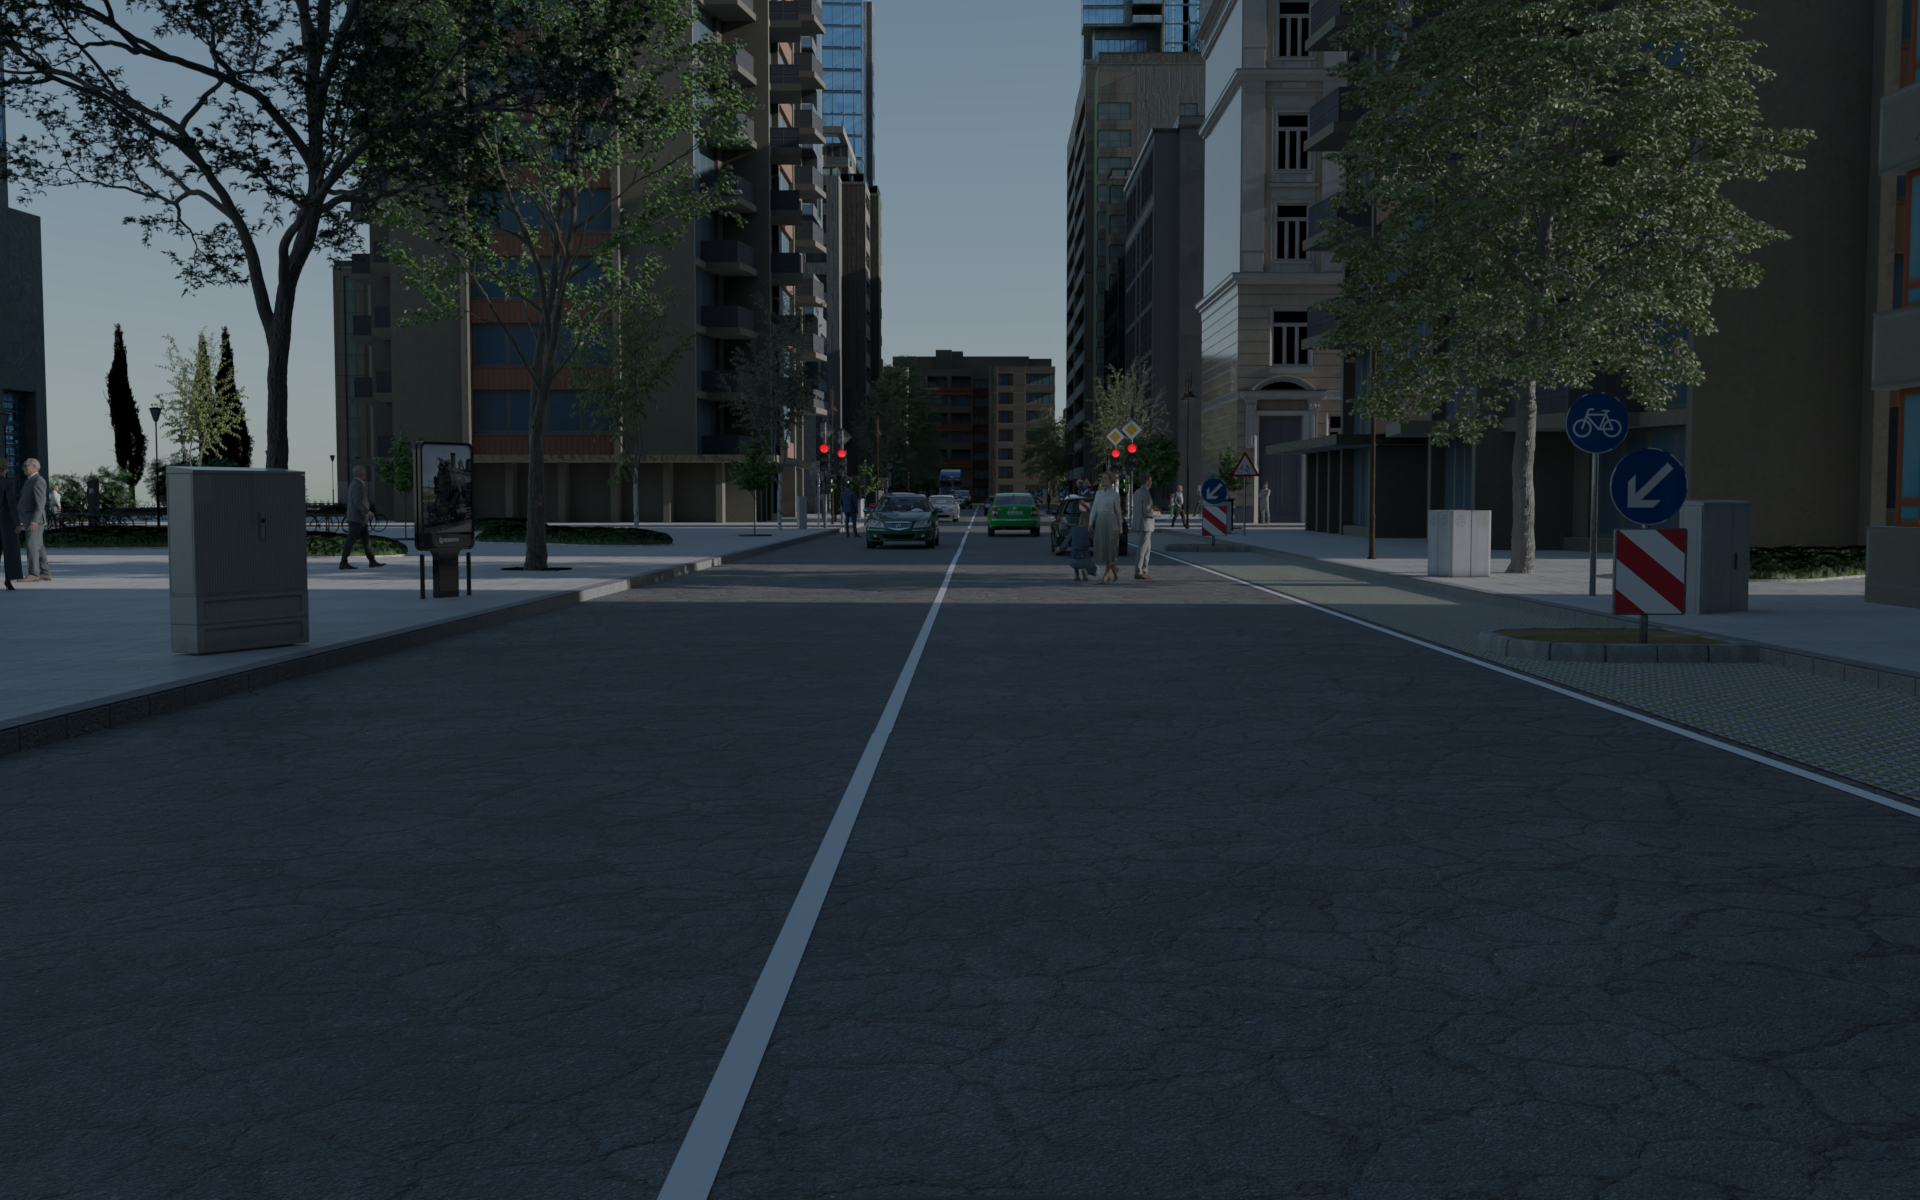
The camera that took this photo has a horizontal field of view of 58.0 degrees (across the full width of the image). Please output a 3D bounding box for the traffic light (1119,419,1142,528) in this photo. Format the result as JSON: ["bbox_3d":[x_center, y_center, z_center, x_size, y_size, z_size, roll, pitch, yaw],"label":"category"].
[{"bbox_3d":[6.404,-4.651,64.959,0.839,4.253,0.868,0,4,1],"label":"traffic light"}]

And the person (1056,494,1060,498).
[{"bbox_3d":[10.550,-10.767,182.224,1.348,1.807,0.705,-2,4,-23],"label":"person"}]

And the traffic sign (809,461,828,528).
[{"bbox_3d":[-5.390,-4.032,66.027,0.768,2.556,0.104,0,4,7],"label":"traffic sign"}]

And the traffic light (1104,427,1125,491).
[{"bbox_3d":[6.512,-5.139,72.943,0.839,4.253,0.868,0,4,1],"label":"traffic light"}]

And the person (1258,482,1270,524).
[{"bbox_3d":[13.077,-4.176,74.499,0.511,1.800,0.466,2,4,31],"label":"person"}]

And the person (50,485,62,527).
[{"bbox_3d":[-36.105,-3.687,69.016,0.641,1.798,0.478,-1,4,-22],"label":"person"}]

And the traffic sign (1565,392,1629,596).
[{"bbox_3d":[7.952,-1.321,21.699,0.768,2.556,0.104,0,4,7],"label":"traffic sign"}]

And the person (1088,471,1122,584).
[{"bbox_3d":[2.386,-1.167,27.811,0.641,1.798,0.478,-3,5,-44],"label":"person"}]

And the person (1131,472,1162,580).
[{"bbox_3d":[3.173,-1.247,29.091,0.583,1.804,0.606,-1,4,-18],"label":"person"}]

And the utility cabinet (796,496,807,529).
[{"bbox_3d":[-5.812,-3.215,63.721,0.306,1.237,1.020,-1,4,-11],"label":"utility cabinet"}]

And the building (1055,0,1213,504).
[{"bbox_3d":[28.530,-56.923,243.354,31.000,86.520,22.319,0,4,1],"label":"building"}]

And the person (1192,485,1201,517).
[{"bbox_3d":[13.283,-5.522,96.731,0.834,1.777,0.661,0,4,3],"label":"person"}]

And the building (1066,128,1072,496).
[{"bbox_3d":[23.984,-35.787,208.824,21.300,48.544,21.600,0,4,1],"label":"building"}]

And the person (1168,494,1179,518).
[{"bbox_3d":[11.527,-5.083,93.399,0.590,1.304,0.306,2,4,25],"label":"person"}]

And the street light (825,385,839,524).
[{"bbox_3d":[-5.410,-6.150,73.342,0.468,5.910,1.993,0,4,1],"label":"street light"}]

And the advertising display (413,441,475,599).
[{"bbox_3d":[-6.392,-0.995,21.489,0.123,1.923,0.974,2,4,24],"label":"advertising display"}]

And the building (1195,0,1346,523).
[{"bbox_3d":[21.919,-18.090,81.678,20.117,28.700,13.634,0,4,1],"label":"building"}]

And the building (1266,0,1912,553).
[{"bbox_3d":[21.476,-23.962,46.399,22.147,44.769,28.867,0,4,1],"label":"building"}]

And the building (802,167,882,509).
[{"bbox_3d":[-14.412,-23.476,155.540,14.160,30.474,14.107,0,4,1],"label":"building"}]

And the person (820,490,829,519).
[{"bbox_3d":[-7.003,-4.925,89.156,0.523,1.515,0.503,0,4,-4],"label":"person"}]

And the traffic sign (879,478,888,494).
[{"bbox_3d":[-4.854,-6.561,109.400,0.606,2.300,0.079,1,4,10],"label":"traffic sign"}]

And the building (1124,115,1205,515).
[{"bbox_3d":[19.266,-19.921,119.208,14.314,27.812,24.014,0,4,1],"label":"building"}]

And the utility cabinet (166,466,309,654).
[{"bbox_3d":[-5.905,-0.340,14.231,0.318,1.500,1.173,2,4,24],"label":"utility cabinet"}]

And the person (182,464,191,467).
[{"bbox_3d":[-13.647,-1.487,30.453,0.391,1.810,0.635,-1,4,-16],"label":"person"}]

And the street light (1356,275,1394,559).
[{"bbox_3d":[8.108,-3.740,33.935,0.468,5.910,1.993,0,4,1],"label":"street light"}]

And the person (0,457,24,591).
[{"bbox_3d":[-12.704,-1.009,22.959,0.576,1.772,0.534,-1,4,-9],"label":"person"}]

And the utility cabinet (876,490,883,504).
[{"bbox_3d":[-4.927,-5.940,105.795,0.318,1.500,1.173,-1,4,-9],"label":"utility cabinet"}]

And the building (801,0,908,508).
[{"bbox_3d":[-22.286,-54.819,208.967,31.000,86.520,22.319,0,4,1],"label":"building"}]

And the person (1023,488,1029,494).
[{"bbox_3d":[4.245,-6.333,111.899,0.638,1.841,0.748,-1,4,-16],"label":"person"}]

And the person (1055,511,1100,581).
[{"bbox_3d":[1.999,-0.910,28.884,1.012,1.151,0.738,2,4,26],"label":"person"}]

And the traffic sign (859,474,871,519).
[{"bbox_3d":[-4.914,-5.345,89.517,0.606,2.300,0.079,1,4,9],"label":"traffic sign"}]

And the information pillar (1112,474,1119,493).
[{"bbox_3d":[8.687,-6.455,96.897,0.504,3.616,0.183,-3,4,-39],"label":"information pillar"}]

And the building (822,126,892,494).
[{"bbox_3d":[-23.083,-29.517,174.482,32.217,40.220,23.993,0,4,1],"label":"building"}]

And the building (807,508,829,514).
[{"bbox_3d":[-20.393,-49.729,125.746,22.319,86.520,31.000,0,4,1],"label":"building"}]

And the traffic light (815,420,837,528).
[{"bbox_3d":[-5.057,-4.659,65.097,0.839,4.253,0.868,0,4,1],"label":"traffic light"}]

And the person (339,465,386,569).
[{"bbox_3d":[-10.242,-1.423,29.702,0.834,1.777,0.661,-2,4,-34],"label":"person"}]

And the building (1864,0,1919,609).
[{"bbox_3d":[24.370,-9.802,5.306,27.650,21.520,28.899,0,4,1],"label":"building"}]

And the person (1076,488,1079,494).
[{"bbox_3d":[11.603,-10.139,171.453,0.705,1.869,1.348,3,4,36],"label":"person"}]

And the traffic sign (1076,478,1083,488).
[{"bbox_3d":[9.759,-8.592,140.592,0.768,2.556,0.104,1,4,10],"label":"traffic sign"}]

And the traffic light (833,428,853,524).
[{"bbox_3d":[-4.949,-5.147,73.081,0.839,4.253,0.868,0,4,1],"label":"traffic light"}]

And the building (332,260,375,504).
[{"bbox_3d":[-68.088,-27.088,214.592,14.107,30.474,14.160,0,4,1],"label":"building"}]

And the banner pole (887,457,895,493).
[{"bbox_3d":[-4.648,-7.832,118.077,0.863,3.779,0.401,-3,5,-40],"label":"banner pole"}]

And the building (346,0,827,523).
[{"bbox_3d":[-18.638,-26.575,89.131,22.147,44.769,28.867,0,4,1],"label":"building"}]

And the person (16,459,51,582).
[{"bbox_3d":[-13.681,-1.174,25.419,0.590,1.801,0.661,-3,5,-39],"label":"person"}]

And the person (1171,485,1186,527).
[{"bbox_3d":[8.866,-3.712,69.595,0.834,1.777,0.661,2,4,28],"label":"person"}]

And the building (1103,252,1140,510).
[{"bbox_3d":[18.308,-18.963,139.726,12.332,23.373,15.834,0,4,1],"label":"building"}]

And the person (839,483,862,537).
[{"bbox_3d":[-3.647,-2.983,57.455,0.721,1.800,0.419,1,4,17],"label":"person"}]

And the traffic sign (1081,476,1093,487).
[{"bbox_3d":[9.212,-7.705,125.976,0.884,2.594,0.081,0,4,8],"label":"traffic sign"}]

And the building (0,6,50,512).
[{"bbox_3d":[-62.748,-47.151,83.589,31.000,86.520,22.319,0,4,1],"label":"building"}]

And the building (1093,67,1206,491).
[{"bbox_3d":[20.000,-29.719,169.507,14.154,41.232,14.086,0,4,1],"label":"building"}]

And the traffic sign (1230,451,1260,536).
[{"bbox_3d":[8.657,-3.220,52.649,0.884,2.594,0.081,1,4,10],"label":"traffic sign"}]

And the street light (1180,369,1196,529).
[{"bbox_3d":[8.422,-5.576,63.956,0.468,5.910,1.993,0,4,1],"label":"street light"}]

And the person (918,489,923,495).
[{"bbox_3d":[-4.115,-10.356,175.233,0.709,1.838,0.599,2,4,29],"label":"person"}]

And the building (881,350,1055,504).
[{"bbox_3d":[-1.384,-24.655,248.156,28.899,21.520,27.650,0,4,1],"label":"building"}]

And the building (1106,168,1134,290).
[{"bbox_3d":[19.973,-23.490,155.764,14.160,30.474,14.107,0,4,1],"label":"building"}]

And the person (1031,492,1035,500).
[{"bbox_3d":[6.091,-8.333,146.548,0.589,1.601,0.330,-2,4,-34],"label":"person"}]

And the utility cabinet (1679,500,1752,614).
[{"bbox_3d":[8.207,-0.469,18.830,1.020,1.237,0.306,-3,4,-38],"label":"utility cabinet"}]

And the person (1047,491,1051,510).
[{"bbox_3d":[8.119,-9.081,157.886,0.530,1.710,0.541,3,5,41],"label":"person"}]

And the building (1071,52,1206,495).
[{"bbox_3d":[23.541,-34.469,187.268,21.300,48.544,21.600,0,4,1],"label":"building"}]
